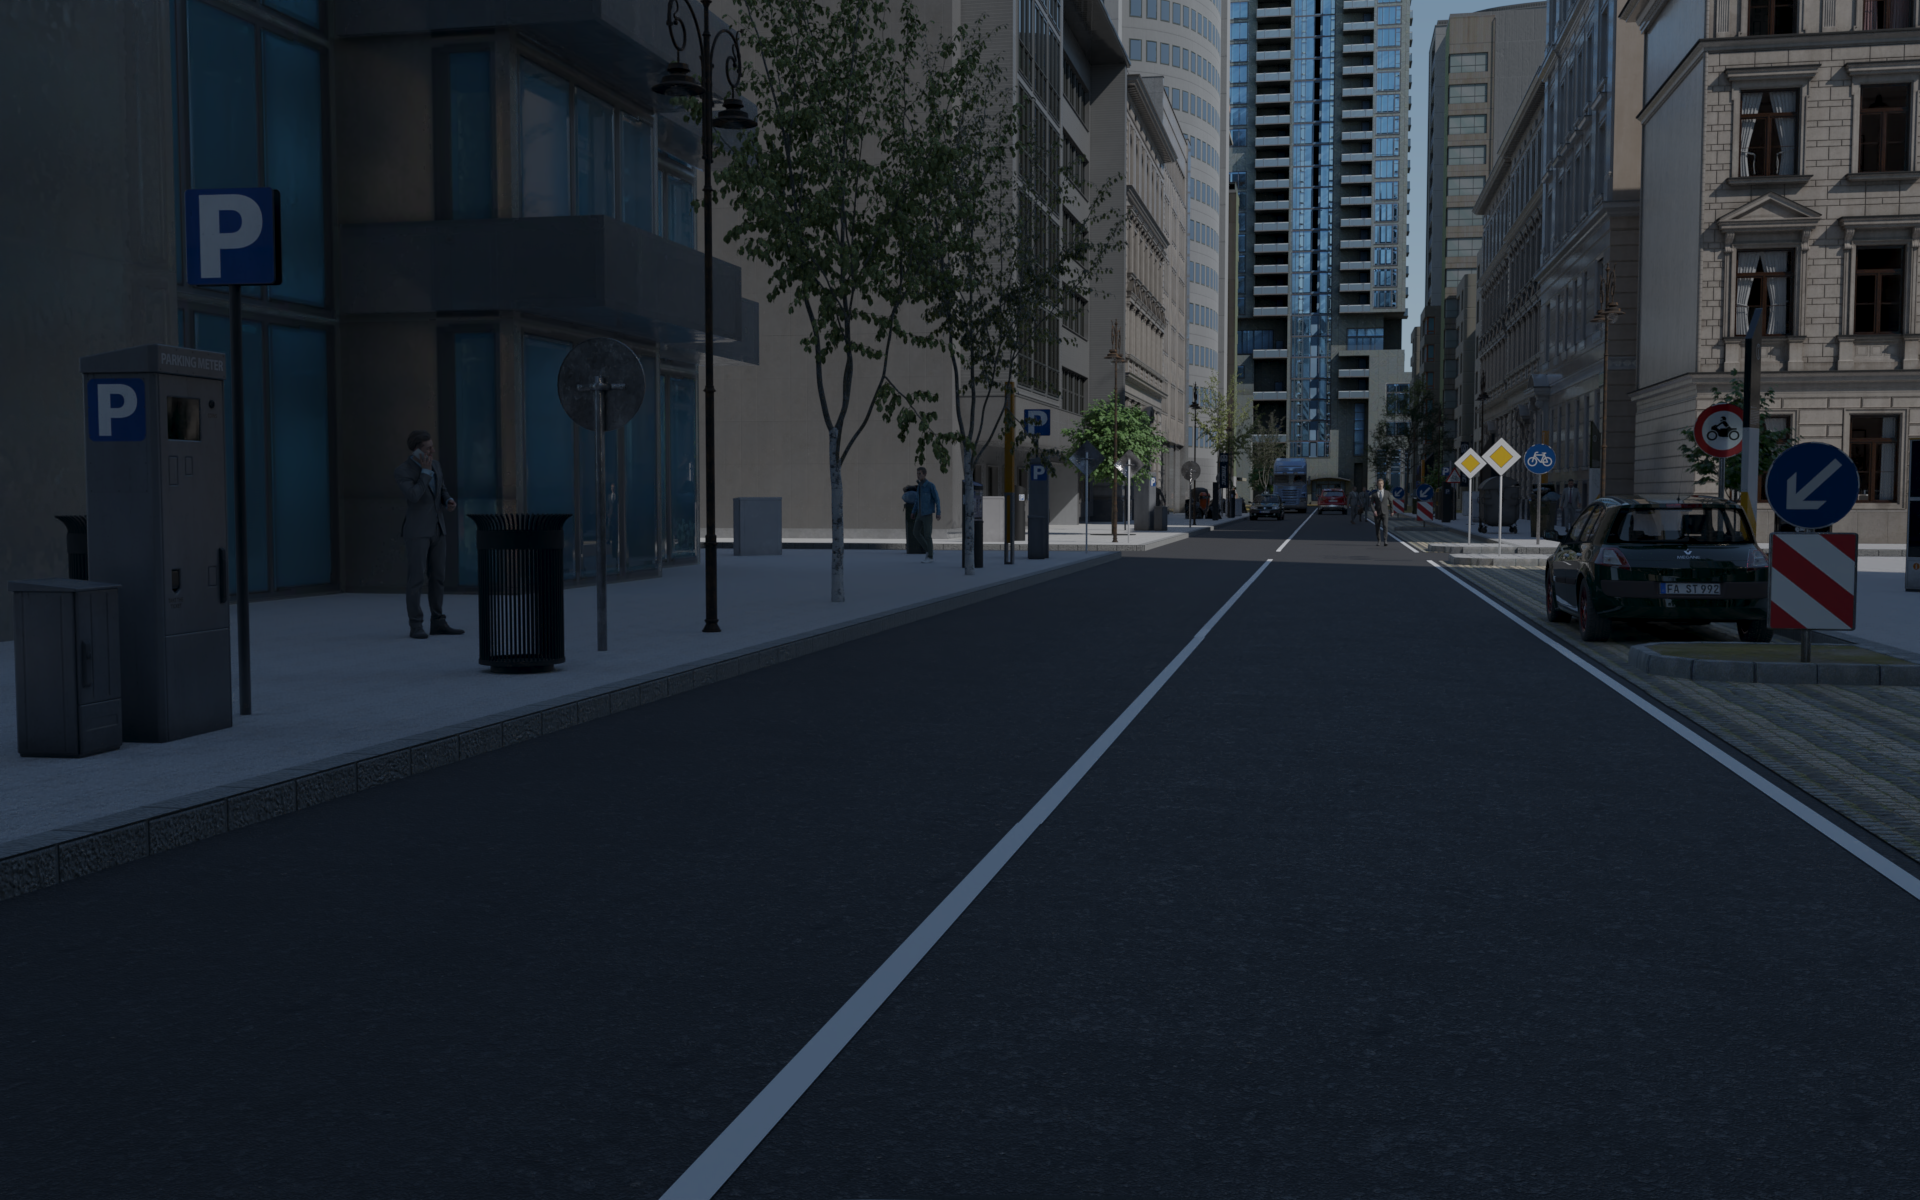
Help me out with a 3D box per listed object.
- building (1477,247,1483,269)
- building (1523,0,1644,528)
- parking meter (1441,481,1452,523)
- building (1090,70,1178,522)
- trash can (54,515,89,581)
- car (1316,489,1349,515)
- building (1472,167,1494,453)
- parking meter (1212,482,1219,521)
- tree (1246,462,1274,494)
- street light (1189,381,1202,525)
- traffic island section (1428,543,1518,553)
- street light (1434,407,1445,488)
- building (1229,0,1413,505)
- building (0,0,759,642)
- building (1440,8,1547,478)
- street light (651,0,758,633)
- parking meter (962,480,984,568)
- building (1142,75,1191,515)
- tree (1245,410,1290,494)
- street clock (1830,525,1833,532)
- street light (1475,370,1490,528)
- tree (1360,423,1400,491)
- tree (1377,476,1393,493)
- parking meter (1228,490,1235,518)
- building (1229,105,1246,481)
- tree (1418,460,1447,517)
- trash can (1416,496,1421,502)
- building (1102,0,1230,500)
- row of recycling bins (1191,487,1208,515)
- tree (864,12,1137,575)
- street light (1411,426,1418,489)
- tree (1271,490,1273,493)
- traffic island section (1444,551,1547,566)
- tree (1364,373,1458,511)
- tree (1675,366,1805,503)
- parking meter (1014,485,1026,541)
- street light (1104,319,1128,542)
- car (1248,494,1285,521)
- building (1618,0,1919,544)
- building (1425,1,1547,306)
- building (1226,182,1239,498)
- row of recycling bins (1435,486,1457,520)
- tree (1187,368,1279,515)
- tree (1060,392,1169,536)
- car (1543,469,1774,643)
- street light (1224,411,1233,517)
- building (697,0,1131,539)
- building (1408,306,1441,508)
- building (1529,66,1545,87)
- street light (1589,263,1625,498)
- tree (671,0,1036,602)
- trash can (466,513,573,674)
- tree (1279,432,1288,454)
[{"bbox_3d":[51.934,-17.303,127.943,27.650,21.520,28.899,1,4,12],"label":"building"},{"bbox_3d":[29.607,-17.093,65.377,13.634,28.700,20.117,1,4,12],"label":"building"},{"bbox_3d":[21.904,-4.417,77.934,0.399,1.863,0.255,0,4,-2],"label":"parking meter"},{"bbox_3d":[4.743,-15.909,88.986,11.050,23.489,19.941,1,4,12],"label":"building"},{"bbox_3d":[-5.679,-0.003,11.701,0.748,1.137,0.748,0,3,0],"label":"trash can"},{"bbox_3d":[26.222,-6.928,121.953,2.281,1.827,5.304,1,4,11],"label":"car"},{"bbox_3d":[37.370,-16.882,104.900,11.050,23.489,19.941,1,4,12],"label":"building"},{"bbox_3d":[12.402,-4.791,84.041,0.255,1.863,0.399,1,4,17],"label":"parking meter"},{"bbox_3d":[29.417,-11.263,167.867,4.285,4.588,4.351,0,3,0],"label":"tree"},{"bbox_3d":[9.668,-6.023,71.262,0.468,5.910,1.993,1,4,12],"label":"street light"},{"bbox_3d":[12.817,-1.295,43.460,2.009,0.180,2.903,1,4,12],"label":"traffic island section"},{"bbox_3d":[24.920,-7.175,90.098,0.468,5.910,1.993,1,4,12],"label":"street light"},{"bbox_3d":[41.535,-54.998,211.895,31.000,86.520,22.319,1,4,12],"label":"building"},{"bbox_3d":[-19.195,-24.704,23.518,30.456,49.044,23.786,1,4,12],"label":"building"},{"bbox_3d":[48.922,-28.533,150.101,14.154,41.232,14.086,1,4,12],"label":"building"},{"bbox_3d":[-2.312,-2.640,15.950,0.468,5.910,1.993,1,4,12],"label":"street light"},{"bbox_3d":[0.219,-1.328,30.129,0.372,1.533,0.369,0,3,0],"label":"parking meter"},{"bbox_3d":[7.632,-17.810,109.210,12.078,24.808,19.932,1,4,12],"label":"building"},{"bbox_3d":[26.886,-12.344,152.185,4.360,8.622,3.978,0,3,0],"label":"tree"},{"bbox_3d":[16.103,-1.688,32.171,0.471,2.002,0.358,1,4,12],"label":"street clock"},{"bbox_3d":[19.479,-5.618,64.643,0.468,5.910,1.993,1,4,12],"label":"street light"},{"bbox_3d":[44.004,-14.059,180.222,4.360,8.622,3.978,0,3,0],"label":"tree"},{"bbox_3d":[45.387,-11.612,184.459,1.663,3.219,1.824,0,3,0],"label":"tree"},{"bbox_3d":[14.840,-5.269,94.553,0.372,1.533,0.369,0,3,0],"label":"parking meter"},{"bbox_3d":[15.331,-32.312,182.931,28.867,44.769,22.147,1,4,12],"label":"building"},{"bbox_3d":[26.521,-6.230,96.458,1.663,3.219,1.824,0,3,0],"label":"tree"},{"bbox_3d":[27.636,-5.625,103.624,0.748,1.137,0.748,0,3,0],"label":"trash can"},{"bbox_3d":[9.459,-36.230,134.353,21.231,58.520,28.212,1,4,12],"label":"building"},{"bbox_3d":[14.769,-6.089,106.662,1.069,1.692,3.534,1,4,12],"label":"row of recycling bins"},{"bbox_3d":[0.291,-4.687,27.000,4.360,8.622,3.978,0,3,0],"label":"tree"},{"bbox_3d":[30.298,-8.733,115.566,0.468,5.910,1.993,1,4,12],"label":"street light"},{"bbox_3d":[34.372,-11.925,189.574,1.663,3.219,1.824,0,3,0],"label":"tree"},{"bbox_3d":[11.146,-0.818,35.650,2.009,0.180,2.903,1,4,12],"label":"traffic island section"},{"bbox_3d":[34.760,-12.180,133.551,7.601,10.594,8.767,1,4,14],"label":"tree"},{"bbox_3d":[11.718,-1.949,26.464,1.663,3.219,1.824,0,3,0],"label":"tree"},{"bbox_3d":[1.605,-2.384,47.397,0.372,1.533,0.369,0,3,0],"label":"parking meter"},{"bbox_3d":[4.114,-4.465,45.792,0.468,5.910,1.993,1,4,12],"label":"street light"},{"bbox_3d":[16.864,-5.216,95.063,2.009,1.686,4.222,1,4,14],"label":"car"},{"bbox_3d":[28.999,-11.195,47.668,19.286,19.102,10.561,1,4,12],"label":"building"},{"bbox_3d":[70.343,-40.606,205.900,28.212,58.520,21.231,1,4,12],"label":"building"},{"bbox_3d":[17.420,-23.450,155.109,14.160,30.474,14.107,1,4,12],"label":"building"},{"bbox_3d":[24.401,-4.877,86.847,1.069,1.692,3.534,1,4,13],"label":"row of recycling bins"},{"bbox_3d":[15.497,-9.243,101.486,4.737,8.622,4.395,0,3,0],"label":"tree"},{"bbox_3d":[4.835,-4.298,53.993,4.285,4.588,4.351,0,3,0],"label":"tree"},{"bbox_3d":[7.146,-0.498,17.930,2.009,1.686,4.222,1,4,12],"label":"car"},{"bbox_3d":[15.031,-7.589,96.875,0.468,5.910,1.993,1,4,12],"label":"street light"},{"bbox_3d":[-2.463,-14.984,64.056,14.314,24.678,30.058,1,4,12],"label":"building"},{"bbox_3d":[59.159,-19.903,170.457,27.650,21.520,28.899,1,4,12],"label":"building"},{"bbox_3d":[32.956,-15.681,85.266,11.050,23.489,19.941,1,4,12],"label":"building"},{"bbox_3d":[12.946,-3.792,34.782,0.468,5.910,1.993,1,4,12],"label":"street light"},{"bbox_3d":[-1.390,-4.269,20.154,4.737,8.622,4.395,0,3,0],"label":"tree"},{"bbox_3d":[-3.176,-0.054,12.536,0.748,1.137,0.748,0,3,0],"label":"trash can"},{"bbox_3d":[31.366,-13.881,177.318,4.737,8.622,4.395,0,3,0],"label":"tree"}]
